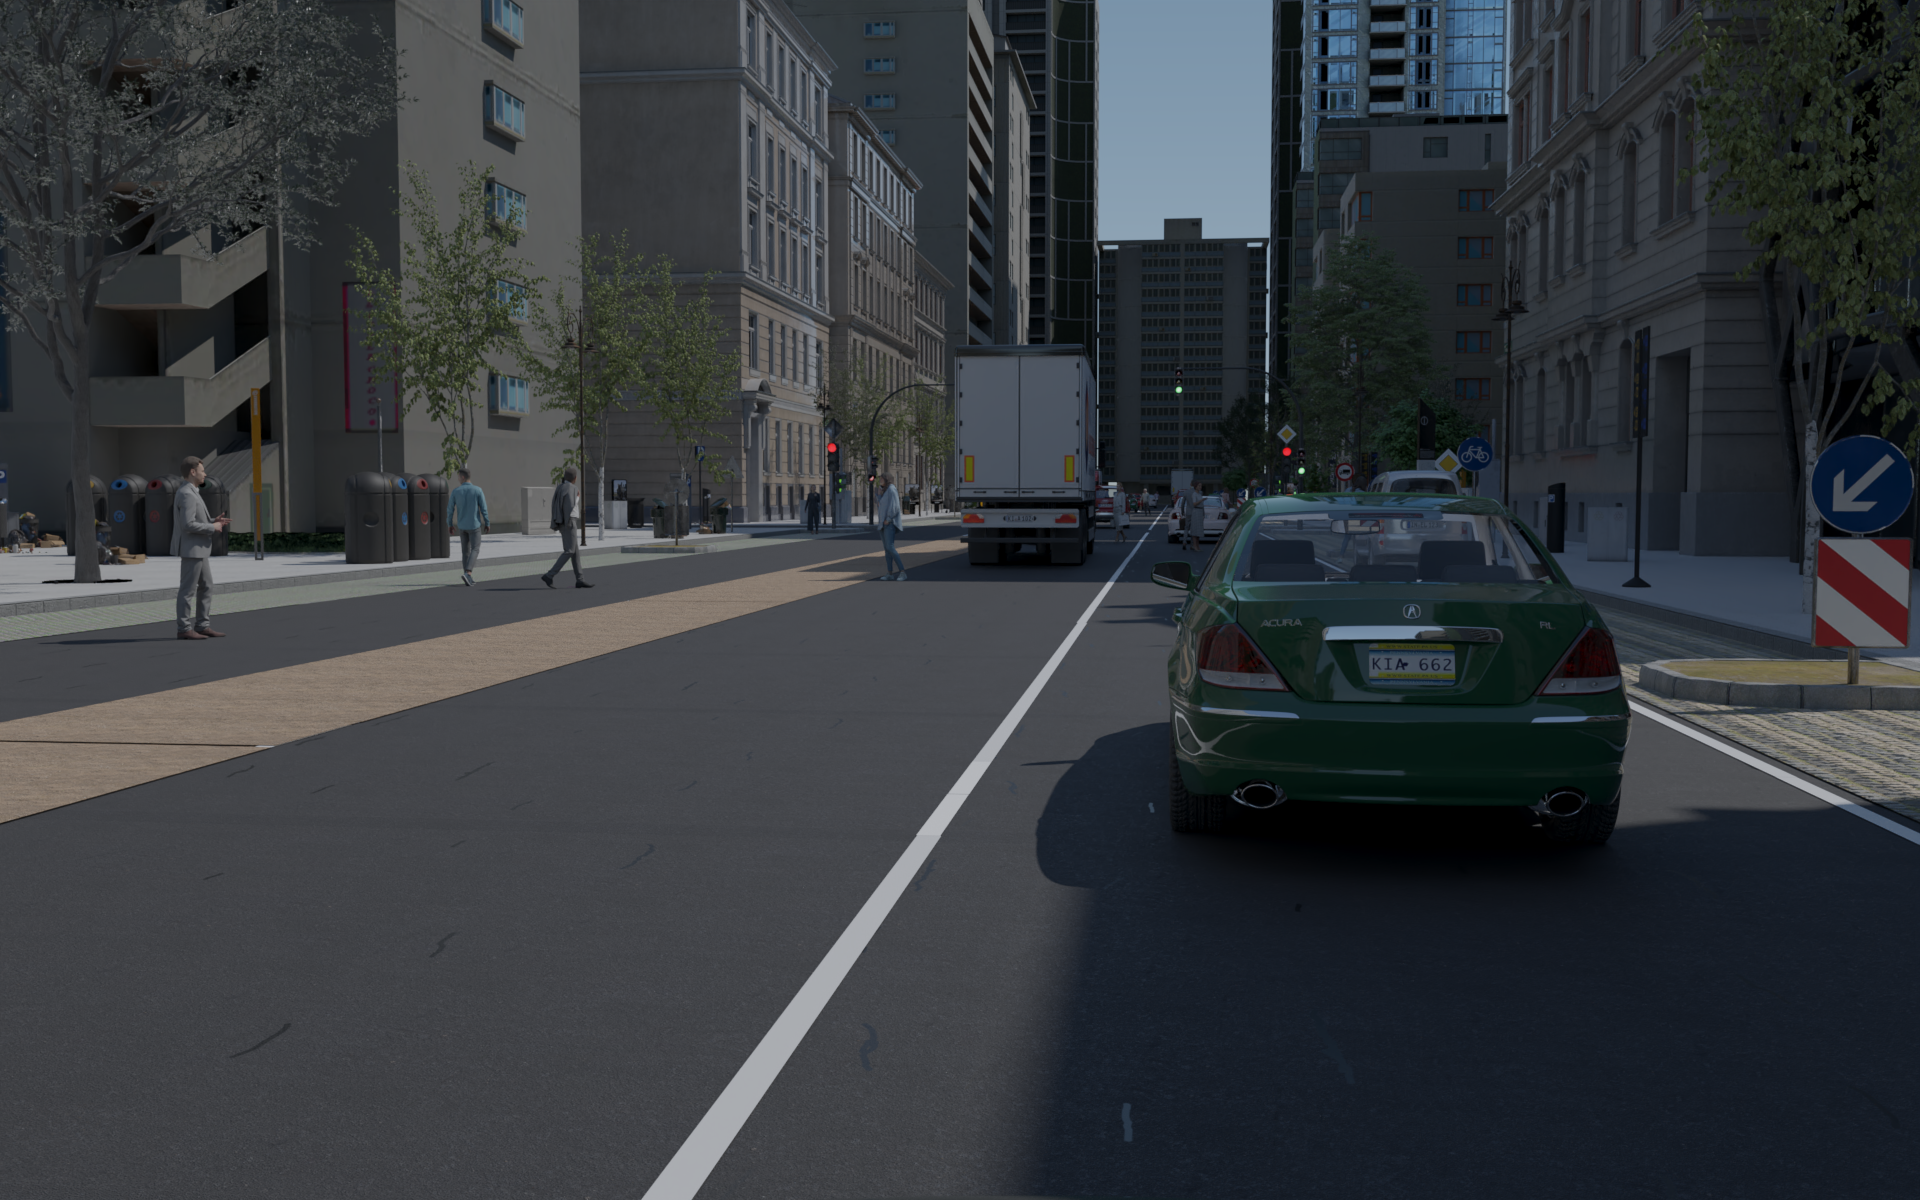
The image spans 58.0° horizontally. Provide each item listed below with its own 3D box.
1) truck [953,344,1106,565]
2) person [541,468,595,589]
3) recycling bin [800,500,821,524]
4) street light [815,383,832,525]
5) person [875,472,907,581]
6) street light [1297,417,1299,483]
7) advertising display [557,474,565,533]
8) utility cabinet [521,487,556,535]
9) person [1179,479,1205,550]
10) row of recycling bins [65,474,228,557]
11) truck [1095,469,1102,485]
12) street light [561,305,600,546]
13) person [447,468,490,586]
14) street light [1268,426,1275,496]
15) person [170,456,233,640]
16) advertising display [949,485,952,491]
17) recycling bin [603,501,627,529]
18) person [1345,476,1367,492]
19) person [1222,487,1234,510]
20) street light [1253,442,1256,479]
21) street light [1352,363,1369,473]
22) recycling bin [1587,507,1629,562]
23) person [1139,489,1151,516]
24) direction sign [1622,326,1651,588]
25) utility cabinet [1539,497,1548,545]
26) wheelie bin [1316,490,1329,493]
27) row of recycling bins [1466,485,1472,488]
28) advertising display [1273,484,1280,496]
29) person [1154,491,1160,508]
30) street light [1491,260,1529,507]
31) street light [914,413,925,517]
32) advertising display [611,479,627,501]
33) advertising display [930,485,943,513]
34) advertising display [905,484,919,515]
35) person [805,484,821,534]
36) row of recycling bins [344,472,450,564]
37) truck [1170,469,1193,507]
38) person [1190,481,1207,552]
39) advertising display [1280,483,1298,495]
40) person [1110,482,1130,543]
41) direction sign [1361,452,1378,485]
[{"bbox_3d":[1.693,-3.009,38.112,2.839,4.237,11.283,0,4,6],"label":"truck"},{"bbox_3d":[-5.927,-1.077,26.207,0.850,1.850,0.679,-2,4,-28],"label":"person"},{"bbox_3d":[-6.503,-3.843,75.384,0.722,1.027,0.722,1,4,21],"label":"recycling bin"},{"bbox_3d":[-5.653,-6.088,72.334,0.468,5.910,1.993,0,4,7],"label":"street light"},{"bbox_3d":[-1.144,-1.225,28.792,0.793,1.790,0.793,3,4,37],"label":"person"},{"bbox_3d":[17.865,-7.240,91.164,0.468,5.910,1.993,0,4,7],"label":"street light"},{"bbox_3d":[-13.060,-3.153,56.763,0.123,1.923,0.974,-1,4,-21],"label":"advertising display"},{"bbox_3d":[-13.211,-2.795,54.371,0.318,1.500,1.173,2,4,34],"label":"utility cabinet"},{"bbox_3d":[5.984,-2.204,44.661,0.709,1.813,0.853,1,4,19],"label":"person"},{"bbox_3d":[-16.936,-1.772,36.085,3.534,1.692,1.069,1,4,8],"label":"row of recycling bins"},{"bbox_3d":[14.617,-12.611,195.100,2.839,4.237,11.283,0,4,6],"label":"truck"},{"bbox_3d":[-9.300,-4.269,42.593,0.468,5.910,1.993,0,4,7],"label":"street light"},{"bbox_3d":[-7.761,-1.151,27.175,0.638,1.841,0.748,1,4,9],"label":"person"},{"bbox_3d":[21.077,-8.845,117.408,0.468,5.910,1.993,0,4,7],"label":"street light"},{"bbox_3d":[-7.480,-0.514,17.104,0.583,1.804,0.606,-2,4,-28],"label":"person"},{"bbox_3d":[-0.623,-7.138,121.917,0.123,1.923,0.974,1,4,9],"label":"advertising display"},{"bbox_3d":[-12.648,-3.099,63.223,0.722,1.027,0.722,3,4,38],"label":"recycling bin"},{"bbox_3d":[8.073,-1.640,35.587,0.793,1.790,0.793,0,4,2],"label":"person"},{"bbox_3d":[12.570,-4.450,81.845,0.643,1.750,0.593,-2,4,-35],"label":"person"},{"bbox_3d":[24.425,-10.456,143.743,0.468,5.910,1.993,0,4,7],"label":"street light"},{"bbox_3d":[14.131,-5.410,61.236,0.468,5.910,1.993,0,4,7],"label":"street light"},{"bbox_3d":[12.415,-1.263,33.204,0.722,1.027,0.722,1,4,20],"label":"recycling bin"},{"bbox_3d":[12.079,-6.374,113.205,0.782,1.767,0.515,2,4,30],"label":"person"},{"bbox_3d":[9.342,-1.946,23.810,0.379,3.537,0.876,1,4,10],"label":"direction sign"},{"bbox_3d":[14.785,-1.975,43.455,0.306,1.237,1.020,0,4,6],"label":"utility cabinet"},{"bbox_3d":[19.170,-5.135,91.861,0.980,1.594,0.693,0,4,-5],"label":"wheelie bin"},{"bbox_3d":[21.674,-4.212,75.977,3.534,1.692,1.069,-1,4,-20],"label":"row of recycling bins"},{"bbox_3d":[20.344,-6.404,109.924,0.974,1.923,0.123,-1,4,-17],"label":"advertising display"},{"bbox_3d":[20.838,-10.640,183.398,0.756,1.711,0.436,-1,4,-14],"label":"person"},{"bbox_3d":[10.900,-3.771,34.449,0.468,5.910,1.993,0,4,7],"label":"street light"},{"bbox_3d":[-2.291,-7.692,98.559,0.468,5.910,1.993,0,4,7],"label":"street light"},{"bbox_3d":[-14.834,-4.294,75.416,0.123,1.923,0.974,2,4,25],"label":"advertising display"},{"bbox_3d":[-1.603,-6.951,118.868,0.974,1.923,0.123,-2,4,-33],"label":"advertising display"},{"bbox_3d":[-2.987,-6.326,108.641,0.974,1.923,0.123,1,4,13],"label":"advertising display"},{"bbox_3d":[-5.191,-3.196,61.168,0.576,1.772,0.534,-1,4,-12],"label":"person"},{"bbox_3d":[-10.826,-1.602,33.298,1.069,1.692,3.534,0,4,6],"label":"row of recycling bins"},{"bbox_3d":[25.462,-12.827,198.641,2.839,4.237,11.283,0,4,7],"label":"truck"},{"bbox_3d":[6.006,-2.091,43.251,0.524,1.755,0.480,2,4,30],"label":"person"},{"bbox_3d":[19.745,-6.010,103.477,0.974,1.923,0.123,0,4,-8],"label":"advertising display"},{"bbox_3d":[4.721,-2.568,50.843,0.624,1.780,0.694,-1,4,-23],"label":"person"},{"bbox_3d":[21.962,-6.176,92.967,0.876,3.537,0.379,0,4,-6],"label":"direction sign"}]
